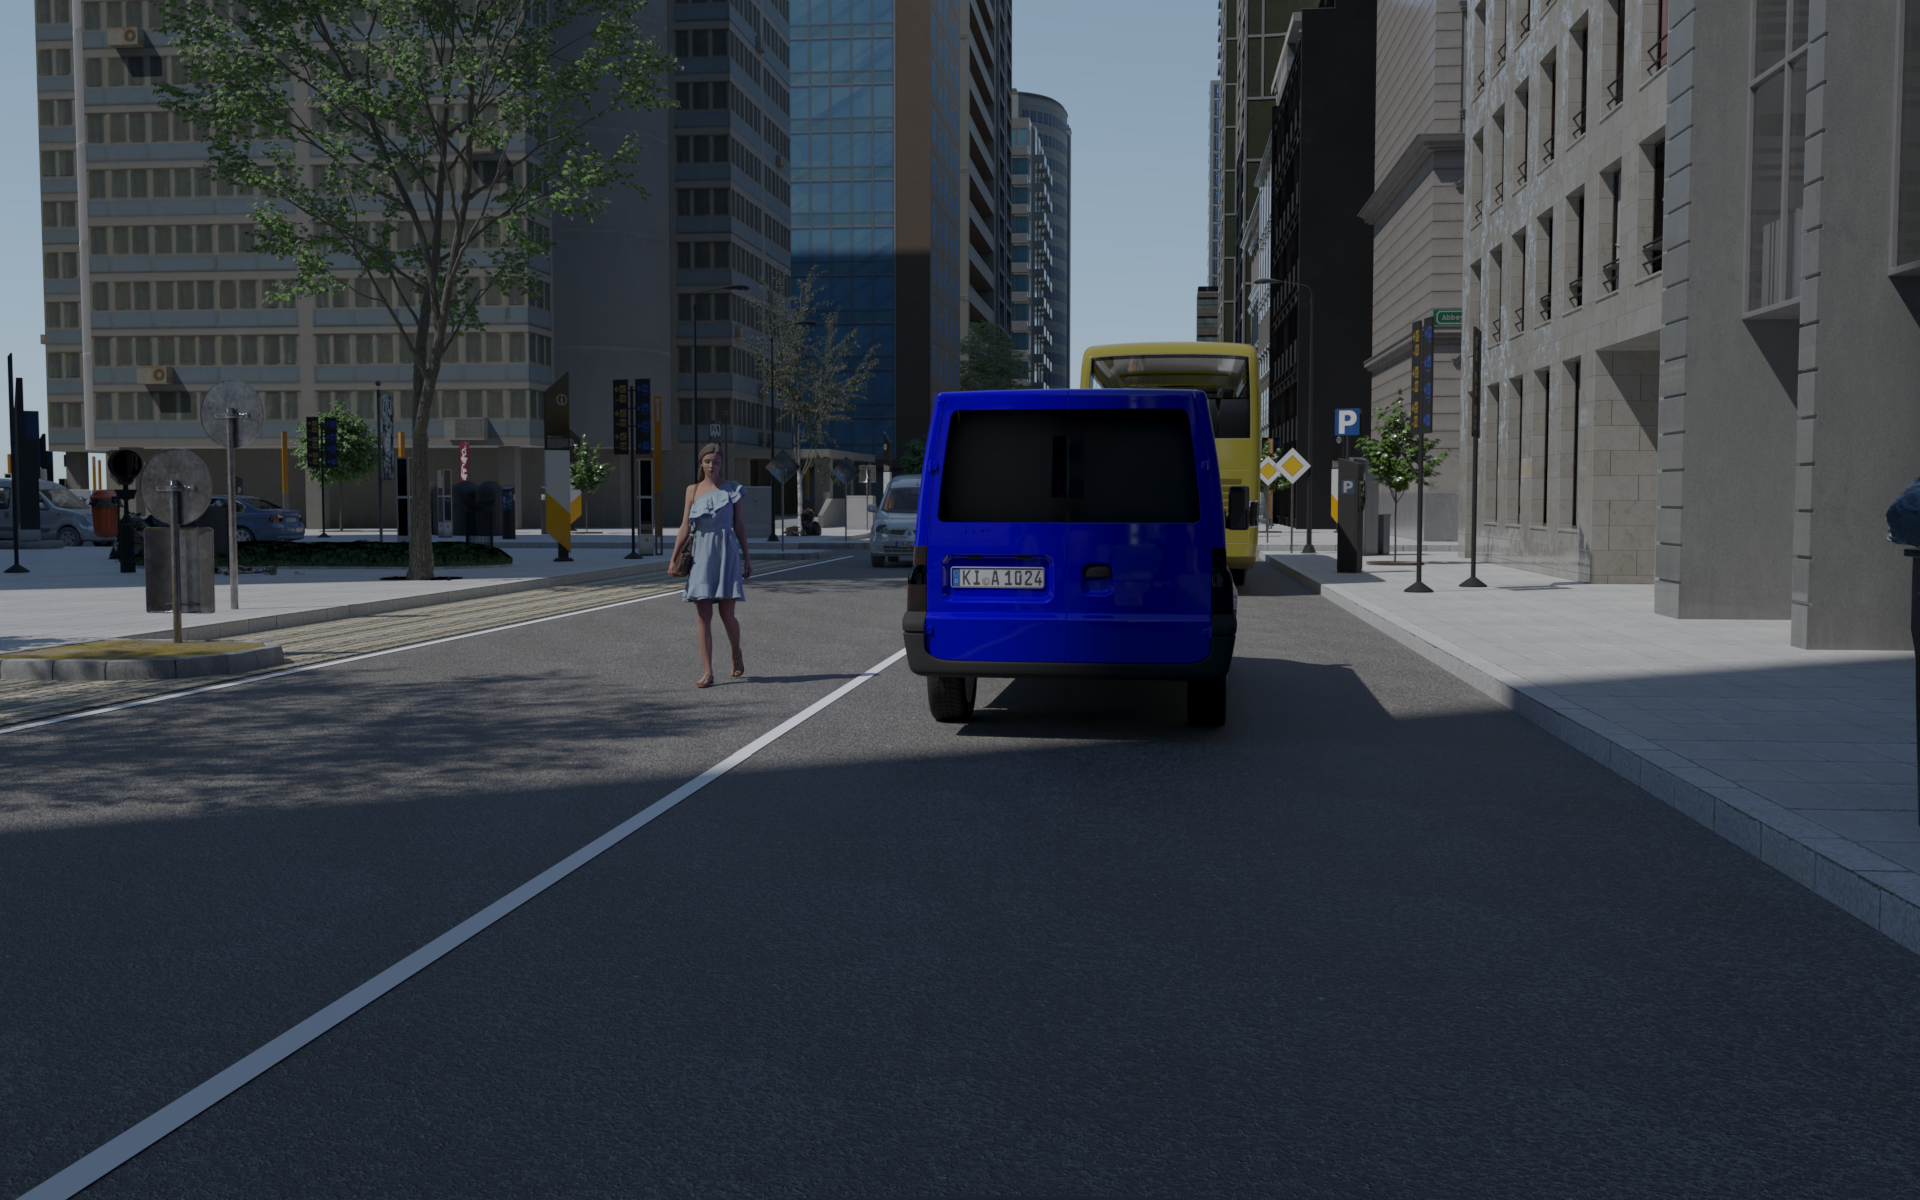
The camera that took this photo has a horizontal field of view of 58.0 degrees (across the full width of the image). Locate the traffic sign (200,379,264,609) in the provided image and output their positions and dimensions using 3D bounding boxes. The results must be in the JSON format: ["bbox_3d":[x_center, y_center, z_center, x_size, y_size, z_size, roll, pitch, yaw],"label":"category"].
[{"bbox_3d":[-8.088,-1.170,19.235,0.768,2.556,0.104,1,4,10],"label":"traffic sign"}]

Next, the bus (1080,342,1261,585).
[{"bbox_3d":[3.698,-2.359,30.122,2.896,3.916,12.252,0,4,7],"label":"bus"}]

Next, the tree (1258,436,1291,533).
[{"bbox_3d":[10.094,-3.842,57.425,1.663,3.219,1.824,0,3,0],"label":"tree"}]

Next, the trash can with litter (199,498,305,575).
[{"bbox_3d":[-11.638,-1.018,27.706,2.233,1.210,1.678,1,4,12],"label":"trash can with litter"}]

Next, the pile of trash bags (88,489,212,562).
[{"bbox_3d":[-15.947,-1.497,34.223,1.912,1.369,3.447,1,4,9],"label":"pile of trash bags"}]

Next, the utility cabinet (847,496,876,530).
[{"bbox_3d":[-3.556,-3.135,62.414,1.020,1.237,0.306,1,4,17],"label":"utility cabinet"}]

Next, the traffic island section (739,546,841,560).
[{"bbox_3d":[-3.980,-1.005,38.717,2.009,0.180,2.903,0,4,6],"label":"traffic island section"}]

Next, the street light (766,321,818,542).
[{"bbox_3d":[-4.509,-4.528,46.566,1.470,5.913,1.316,0,4,6],"label":"street light"}]

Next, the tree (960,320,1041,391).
[{"bbox_3d":[1.836,-11.945,113.425,7.486,12.596,7.792,0,3,0],"label":"tree"}]

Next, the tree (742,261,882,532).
[{"bbox_3d":[-4.927,-6.418,55.301,4.360,8.622,3.978,0,3,0],"label":"tree"}]

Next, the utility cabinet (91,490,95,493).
[{"bbox_3d":[-42.915,-4.788,86.957,1.173,1.500,0.318,-3,5,-42],"label":"utility cabinet"}]

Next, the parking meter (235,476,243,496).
[{"bbox_3d":[-22.812,-2.991,54.608,0.255,1.863,0.399,1,4,11],"label":"parking meter"}]

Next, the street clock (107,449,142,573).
[{"bbox_3d":[-13.587,-1.447,28.228,0.471,2.002,0.358,-3,5,-42],"label":"street clock"}]

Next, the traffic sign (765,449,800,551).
[{"bbox_3d":[-3.955,-2.141,38.652,0.795,2.450,0.064,0,4,6],"label":"traffic sign"}]

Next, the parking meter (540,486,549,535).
[{"bbox_3d":[-13.114,-2.848,54.973,0.372,1.533,0.369,0,3,0],"label":"parking meter"}]

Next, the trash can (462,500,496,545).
[{"bbox_3d":[-10.815,-1.670,38.962,0.748,1.137,0.748,0,3,0],"label":"trash can"}]

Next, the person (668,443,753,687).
[{"bbox_3d":[-1.883,-0.276,13.104,0.616,1.811,0.778,1,4,10],"label":"person"}]

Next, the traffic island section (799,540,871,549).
[{"bbox_3d":[-3.093,-1.491,46.652,2.009,0.180,2.903,0,4,6],"label":"traffic island section"}]

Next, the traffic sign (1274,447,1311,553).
[{"bbox_3d":[7.167,-2.064,37.393,0.795,2.450,0.064,0,4,6],"label":"traffic sign"}]

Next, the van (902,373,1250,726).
[{"bbox_3d":[0.981,-0.494,12.463,2.240,2.365,5.245,1,4,8],"label":"van"}]

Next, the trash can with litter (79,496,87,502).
[{"bbox_3d":[-26.972,-2.583,53.297,2.233,1.210,1.678,3,4,38],"label":"trash can with litter"}]

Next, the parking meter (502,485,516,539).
[{"bbox_3d":[-12.823,-2.495,49.204,0.372,1.533,0.369,0,3,0],"label":"parking meter"}]

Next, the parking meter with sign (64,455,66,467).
[{"bbox_3d":[-38.696,-4.884,76.116,1.738,3.016,0.543,3,5,40],"label":"parking meter with sign"}]

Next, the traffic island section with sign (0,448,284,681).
[{"bbox_3d":[-6.721,-0.339,14.168,1.989,1.847,2.006,0,4,6],"label":"traffic island section with sign"}]

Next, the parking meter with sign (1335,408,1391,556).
[{"bbox_3d":[8.429,-2.435,36.067,0.543,3.016,1.738,3,4,38],"label":"parking meter with sign"}]

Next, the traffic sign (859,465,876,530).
[{"bbox_3d":[-3.293,-3.630,61.482,0.606,2.300,0.079,1,4,11],"label":"traffic sign"}]

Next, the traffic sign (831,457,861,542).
[{"bbox_3d":[-3.068,-2.627,46.588,0.795,2.450,0.064,0,4,6],"label":"traffic sign"}]

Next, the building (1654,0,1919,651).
[{"bbox_3d":[11.165,-13.760,2.477,11.434,29.767,29.804,0,4,6],"label":"building"}]

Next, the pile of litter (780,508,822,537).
[{"bbox_3d":[-4.913,-2.396,53.139,1.176,0.858,1.719,3,5,40],"label":"pile of litter"}]

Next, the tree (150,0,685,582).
[{"bbox_3d":[-7.887,-6.105,25.566,9.928,11.665,9.643,0,3,0],"label":"tree"}]

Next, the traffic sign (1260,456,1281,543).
[{"bbox_3d":[8.055,-2.550,45.329,0.795,2.450,0.064,0,4,6],"label":"traffic sign"}]

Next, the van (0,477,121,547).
[{"bbox_3d":[-23.691,-2.300,44.617,4.112,2.044,2.013,0,4,7],"label":"van"}]

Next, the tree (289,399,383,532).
[{"bbox_3d":[-21.282,-4.618,59.210,4.285,4.588,4.351,0,3,0],"label":"tree"}]

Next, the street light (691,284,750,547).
[{"bbox_3d":[-5.356,-4.039,38.577,1.470,5.913,1.316,0,4,6],"label":"street light"}]

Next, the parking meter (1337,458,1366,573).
[{"bbox_3d":[6.362,-1.373,28.163,0.399,1.863,0.255,2,4,34],"label":"parking meter"}]

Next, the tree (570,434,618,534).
[{"bbox_3d":[-12.225,-3.775,56.323,1.663,3.219,1.824,0,3,0],"label":"tree"}]

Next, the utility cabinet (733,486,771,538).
[{"bbox_3d":[-6.024,-2.551,50.382,1.173,1.500,0.318,0,4,-8],"label":"utility cabinet"}]

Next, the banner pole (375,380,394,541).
[{"bbox_3d":[-12.645,-2.940,38.087,0.863,3.779,0.401,3,5,44],"label":"banner pole"}]

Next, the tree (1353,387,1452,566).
[{"bbox_3d":[8.043,-2.249,31.373,1.663,3.219,1.824,0,3,0],"label":"tree"}]

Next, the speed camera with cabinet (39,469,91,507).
[{"bbox_3d":[-31.674,-4.067,60.839,2.038,3.252,0.660,-2,4,-27],"label":"speed camera with cabinet"}]

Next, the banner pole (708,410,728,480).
[{"bbox_3d":[-7.169,-3.776,51.756,0.863,3.779,0.401,-3,5,-41],"label":"banner pole"}]

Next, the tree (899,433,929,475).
[{"bbox_3d":[-1.515,-6.422,88.705,4.285,4.588,4.351,0,3,0],"label":"tree"}]

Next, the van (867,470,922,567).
[{"bbox_3d":[-0.825,-1.735,35.382,2.013,2.044,4.112,0,4,4],"label":"van"}]

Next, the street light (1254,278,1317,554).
[{"bbox_3d":[7.013,-3.965,37.361,1.470,5.913,1.316,0,4,6],"label":"street light"}]
